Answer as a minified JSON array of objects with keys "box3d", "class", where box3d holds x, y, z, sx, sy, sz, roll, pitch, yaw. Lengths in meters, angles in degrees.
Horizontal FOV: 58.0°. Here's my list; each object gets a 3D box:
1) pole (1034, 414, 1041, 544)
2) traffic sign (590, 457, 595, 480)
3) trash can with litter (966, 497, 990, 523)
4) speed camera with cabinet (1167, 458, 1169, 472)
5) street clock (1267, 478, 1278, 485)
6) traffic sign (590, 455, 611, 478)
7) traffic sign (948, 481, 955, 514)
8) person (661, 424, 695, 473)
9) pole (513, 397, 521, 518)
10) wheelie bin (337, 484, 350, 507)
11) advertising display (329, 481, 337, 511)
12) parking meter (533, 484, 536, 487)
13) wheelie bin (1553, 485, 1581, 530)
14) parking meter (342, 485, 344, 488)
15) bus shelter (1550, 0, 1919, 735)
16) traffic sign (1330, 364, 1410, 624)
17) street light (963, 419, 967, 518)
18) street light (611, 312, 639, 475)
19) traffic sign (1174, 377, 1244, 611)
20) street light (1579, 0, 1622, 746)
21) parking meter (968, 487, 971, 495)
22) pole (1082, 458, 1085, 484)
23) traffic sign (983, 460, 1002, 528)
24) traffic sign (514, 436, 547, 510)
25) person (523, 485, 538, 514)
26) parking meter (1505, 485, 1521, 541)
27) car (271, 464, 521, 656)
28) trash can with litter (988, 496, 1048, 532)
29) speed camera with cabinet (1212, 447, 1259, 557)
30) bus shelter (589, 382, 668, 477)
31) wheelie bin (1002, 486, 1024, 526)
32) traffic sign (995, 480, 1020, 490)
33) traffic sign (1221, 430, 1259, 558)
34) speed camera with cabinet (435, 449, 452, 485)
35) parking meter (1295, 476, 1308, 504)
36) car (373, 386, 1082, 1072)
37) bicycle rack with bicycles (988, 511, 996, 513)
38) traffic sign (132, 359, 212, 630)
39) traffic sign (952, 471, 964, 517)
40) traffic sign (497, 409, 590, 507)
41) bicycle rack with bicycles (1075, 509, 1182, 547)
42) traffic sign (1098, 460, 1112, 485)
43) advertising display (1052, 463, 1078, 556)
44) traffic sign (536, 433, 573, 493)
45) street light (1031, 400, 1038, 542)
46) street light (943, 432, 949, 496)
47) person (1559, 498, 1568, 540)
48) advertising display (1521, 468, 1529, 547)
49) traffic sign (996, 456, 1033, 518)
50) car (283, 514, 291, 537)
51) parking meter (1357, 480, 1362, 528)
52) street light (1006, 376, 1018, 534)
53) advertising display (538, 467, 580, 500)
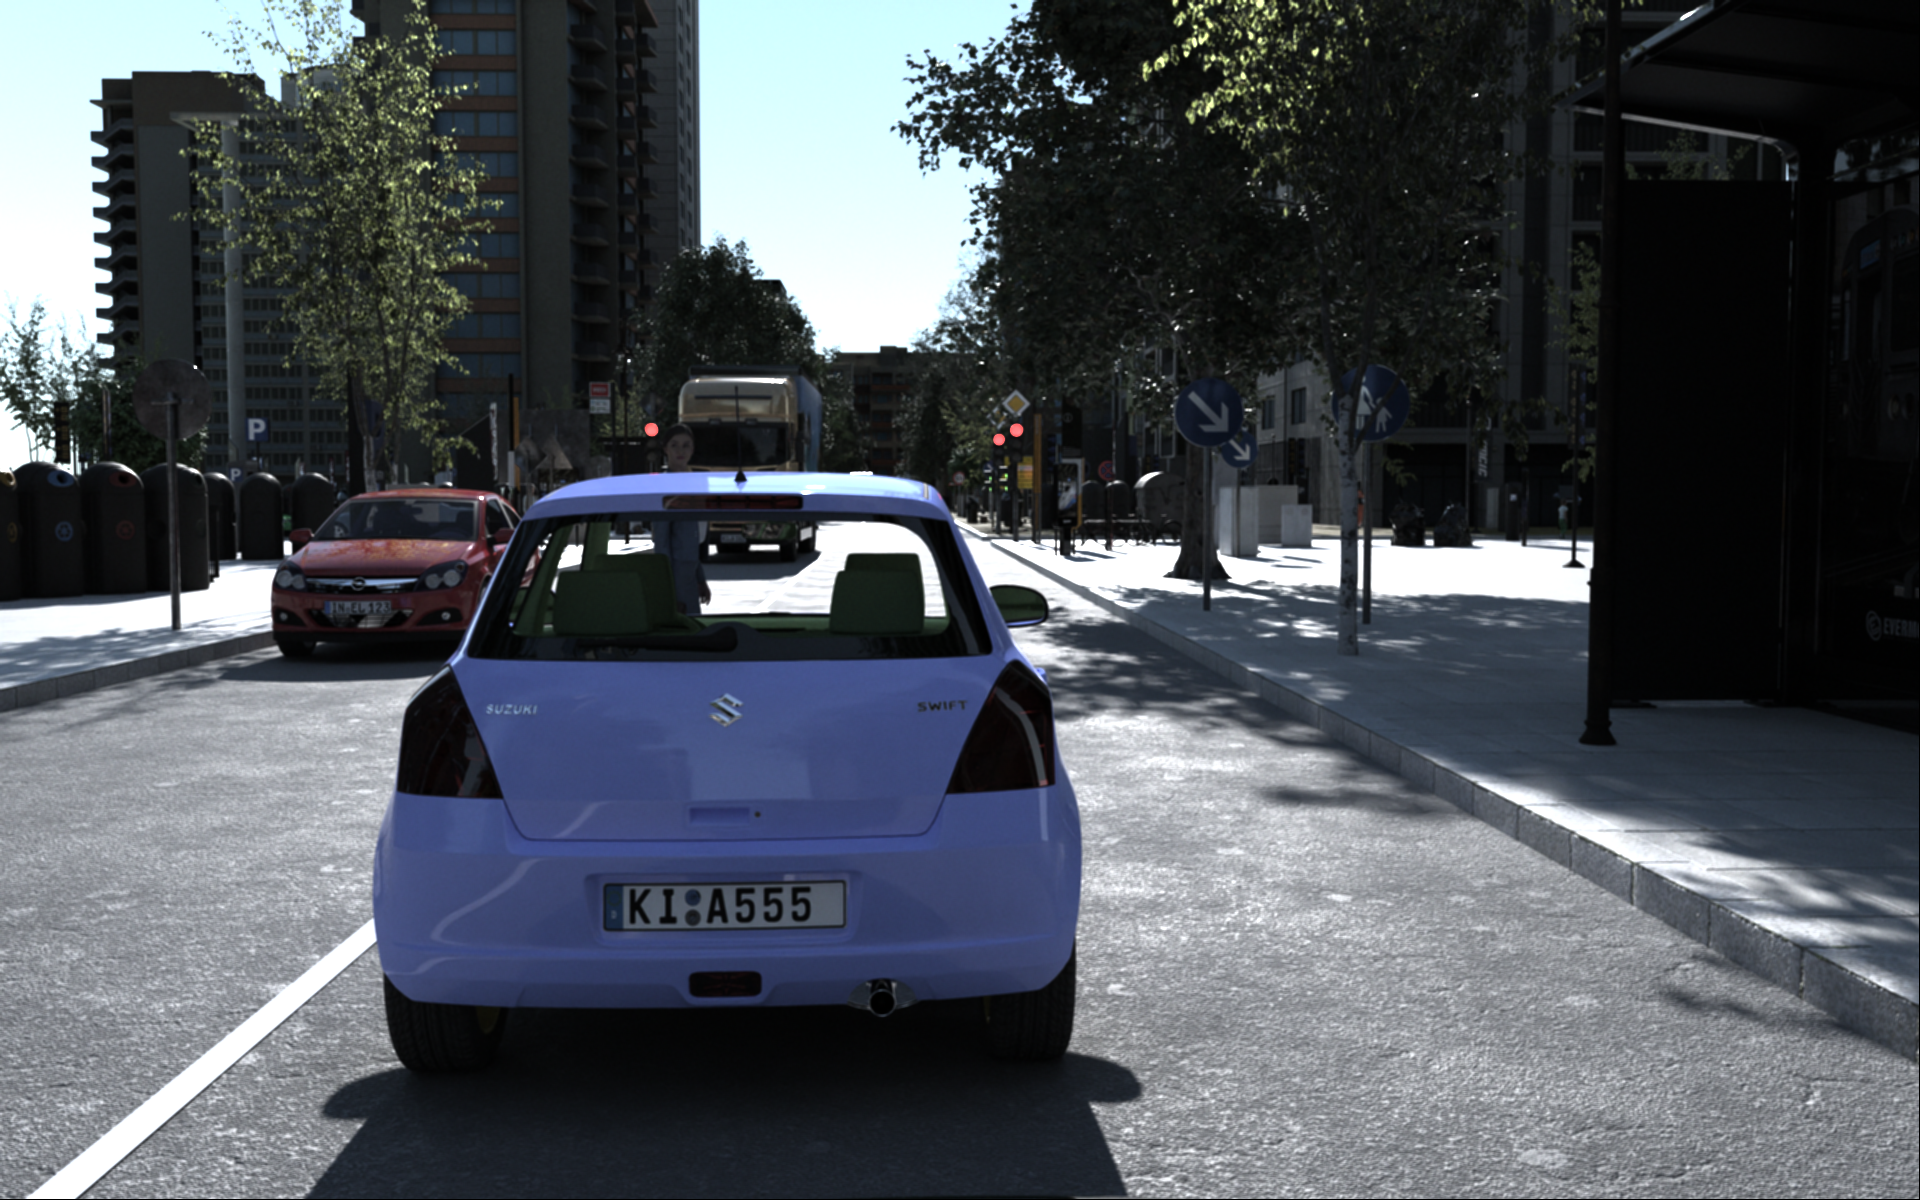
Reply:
[{"box3d":[1.977,-3.080,44.194,0.158,3.312,0.155,0,3,0],"class":"pole"},{"box3d":[-12.765,-3.653,59.837,0.768,2.556,0.104,0,4,5],"class":"traffic sign"},{"box3d":[0.783,-3.959,76.114,1.055,1.170,0.624,1,4,14],"class":"trash can with litter"},{"box3d":[11.340,-6.174,95.286,0.660,3.252,2.038,2,4,31],"class":"speed camera with cabinet"},{"box3d":[14.160,-4.521,78.493,0.471,2.002,0.358,0,4,-2],"class":"street clock"},{"box3d":[-11.805,-3.464,56.742,0.768,2.556,0.104,0,4,3],"class":"traffic sign"},{"box3d":[-0.326,-6.725,109.964,0.884,2.594,0.081,0,4,6],"class":"traffic sign"},{"box3d":[-1.628,-0.074,9.742,0.654,1.822,0.581,2,4,28],"class":"person"},{"box3d":[-9.355,-2.608,36.486,0.158,3.312,0.155,0,3,0],"class":"pole"},{"box3d":[-18.945,-2.815,53.932,0.693,1.594,0.980,2,4,29],"class":"wheelie bin"},{"box3d":[-31.873,-5.039,87.605,0.123,1.923,0.974,1,4,20],"class":"advertising display"},{"box3d":[-19.701,-4.525,79.703,0.399,1.863,0.255,3,5,40],"class":"parking meter"},{"box3d":[21.943,-3.351,62.692,0.980,1.594,0.693,0,4,5],"class":"wheelie bin"},{"box3d":[-36.347,-5.919,102.480,0.399,1.863,0.255,0,4,3],"class":"parking meter"},{"box3d":[4.474,-0.983,7.357,1.731,3.624,6.357,0,4,-2],"class":"bus shelter"},{"box3d":[4.022,-1.037,17.060,0.768,2.556,0.104,0,4,7],"class":"traffic sign"},{"box3d":[0.265,-7.323,92.516,0.468,5.910,1.993,0,4,-2],"class":"street light"},{"box3d":[-8.511,-4.363,44.123,0.468,5.910,1.993,0,4,-2],"class":"street light"},{"box3d":[2.719,-1.156,19.000,0.768,2.556,0.104,0,4,1],"class":"traffic sign"},{"box3d":[3.283,-2.199,8.739,0.468,5.910,1.993,0,4,-2],"class":"street light"},{"box3d":[0.654,-6.135,106.010,0.255,1.863,0.399,0,4,-7],"class":"parking meter"},{"box3d":[6.844,-6.288,96.659,0.158,3.312,0.155,0,3,0],"class":"pole"},{"box3d":[1.234,-3.943,64.580,0.768,2.556,0.104,0,4,0],"class":"traffic sign"},{"box3d":[-8.616,-2.040,34.541,0.795,2.450,0.064,0,4,4],"class":"traffic sign"},{"box3d":[-12.138,-2.421,49.085,0.512,1.701,0.522,-3,4,-37],"class":"person"},{"box3d":[15.217,-2.400,47.650,0.372,1.533,0.369,0,3,0],"class":"parking meter"},{"box3d":[-5.200,-0.467,16.679,2.155,1.783,4.494,0,4,-4],"class":"car"},{"box3d":[1.971,-2.949,59.270,2.233,1.210,1.678,-1,4,-8],"class":"trash can with litter"},{"box3d":[5.707,-2.568,36.323,0.660,3.252,2.038,0,4,-8],"class":"speed camera with cabinet"},{"box3d":[-12.268,-5.328,64.743,2.179,5.291,8.768,0,4,-2],"class":"bus shelter"},{"box3d":[2.066,-3.726,68.836,0.693,1.594,0.980,3,5,40],"class":"wheelie bin"},{"box3d":[2.946,-7.325,113.629,2.265,3.308,0.079,0,4,2],"class":"traffic sign"},{"box3d":[5.555,-2.107,34.554,0.768,2.556,0.104,0,3,0],"class":"traffic sign"},{"box3d":[-21.271,-4.765,72.240,0.660,3.252,2.038,0,4,5],"class":"speed camera with cabinet"},{"box3d":[11.137,-3.107,56.511,0.399,1.863,0.255,0,4,4],"class":"parking meter"},{"box3d":[-0.635,0.242,5.638,1.945,1.707,3.694,0,4,-4],"class":"car"},{"box3d":[3.216,-6.260,115.734,2.852,0.926,2.925,1,4,22],"class":"bicycle rack with bicycles"},{"box3d":[-7.416,-0.991,16.314,0.768,2.556,0.104,0,4,3],"class":"traffic sign"},{"box3d":[-0.037,-5.915,96.818,0.768,2.556,0.104,0,4,6],"class":"traffic sign"},{"box3d":[-10.017,-2.924,41.683,2.265,3.308,0.079,0,4,5],"class":"traffic sign"},{"box3d":[4.083,-1.806,42.910,2.925,0.926,2.852,0,4,6],"class":"bicycle rack with bicycles"},{"box3d":[5.597,-3.995,65.425,0.768,2.556,0.104,0,4,0],"class":"traffic sign"},{"box3d":[2.200,-1.896,36.205,0.123,1.923,0.974,2,4,29],"class":"advertising display"},{"box3d":[-8.645,-2.245,36.702,0.884,2.594,0.081,0,4,0],"class":"traffic sign"},{"box3d":[1.981,-4.481,46.050,0.468,5.910,1.993,0,4,-2],"class":"street light"},{"box3d":[-1.008,-9.542,128.799,0.468,5.910,1.993,0,4,-2],"class":"street light"},{"box3d":[18.379,-2.450,52.803,0.306,1.304,0.590,3,4,38],"class":"person"},{"box3d":[13.920,-2.291,42.669,0.123,1.923,0.974,1,4,20],"class":"advertising display"},{"box3d":[3.021,-5.983,91.693,2.265,3.308,0.079,0,4,3],"class":"traffic sign"},{"box3d":[-21.402,-2.498,49.643,4.718,1.807,1.959,0,4,-4],"class":"car"},{"box3d":[14.761,-3.605,64.657,0.399,1.863,0.255,3,4,37],"class":"parking meter"},{"box3d":[1.647,-5.038,55.159,0.468,5.910,1.993,0,4,-2],"class":"street light"},{"box3d":[-9.556,-2.206,41.283,0.974,1.923,0.123,-2,4,-26],"class":"advertising display"}]
